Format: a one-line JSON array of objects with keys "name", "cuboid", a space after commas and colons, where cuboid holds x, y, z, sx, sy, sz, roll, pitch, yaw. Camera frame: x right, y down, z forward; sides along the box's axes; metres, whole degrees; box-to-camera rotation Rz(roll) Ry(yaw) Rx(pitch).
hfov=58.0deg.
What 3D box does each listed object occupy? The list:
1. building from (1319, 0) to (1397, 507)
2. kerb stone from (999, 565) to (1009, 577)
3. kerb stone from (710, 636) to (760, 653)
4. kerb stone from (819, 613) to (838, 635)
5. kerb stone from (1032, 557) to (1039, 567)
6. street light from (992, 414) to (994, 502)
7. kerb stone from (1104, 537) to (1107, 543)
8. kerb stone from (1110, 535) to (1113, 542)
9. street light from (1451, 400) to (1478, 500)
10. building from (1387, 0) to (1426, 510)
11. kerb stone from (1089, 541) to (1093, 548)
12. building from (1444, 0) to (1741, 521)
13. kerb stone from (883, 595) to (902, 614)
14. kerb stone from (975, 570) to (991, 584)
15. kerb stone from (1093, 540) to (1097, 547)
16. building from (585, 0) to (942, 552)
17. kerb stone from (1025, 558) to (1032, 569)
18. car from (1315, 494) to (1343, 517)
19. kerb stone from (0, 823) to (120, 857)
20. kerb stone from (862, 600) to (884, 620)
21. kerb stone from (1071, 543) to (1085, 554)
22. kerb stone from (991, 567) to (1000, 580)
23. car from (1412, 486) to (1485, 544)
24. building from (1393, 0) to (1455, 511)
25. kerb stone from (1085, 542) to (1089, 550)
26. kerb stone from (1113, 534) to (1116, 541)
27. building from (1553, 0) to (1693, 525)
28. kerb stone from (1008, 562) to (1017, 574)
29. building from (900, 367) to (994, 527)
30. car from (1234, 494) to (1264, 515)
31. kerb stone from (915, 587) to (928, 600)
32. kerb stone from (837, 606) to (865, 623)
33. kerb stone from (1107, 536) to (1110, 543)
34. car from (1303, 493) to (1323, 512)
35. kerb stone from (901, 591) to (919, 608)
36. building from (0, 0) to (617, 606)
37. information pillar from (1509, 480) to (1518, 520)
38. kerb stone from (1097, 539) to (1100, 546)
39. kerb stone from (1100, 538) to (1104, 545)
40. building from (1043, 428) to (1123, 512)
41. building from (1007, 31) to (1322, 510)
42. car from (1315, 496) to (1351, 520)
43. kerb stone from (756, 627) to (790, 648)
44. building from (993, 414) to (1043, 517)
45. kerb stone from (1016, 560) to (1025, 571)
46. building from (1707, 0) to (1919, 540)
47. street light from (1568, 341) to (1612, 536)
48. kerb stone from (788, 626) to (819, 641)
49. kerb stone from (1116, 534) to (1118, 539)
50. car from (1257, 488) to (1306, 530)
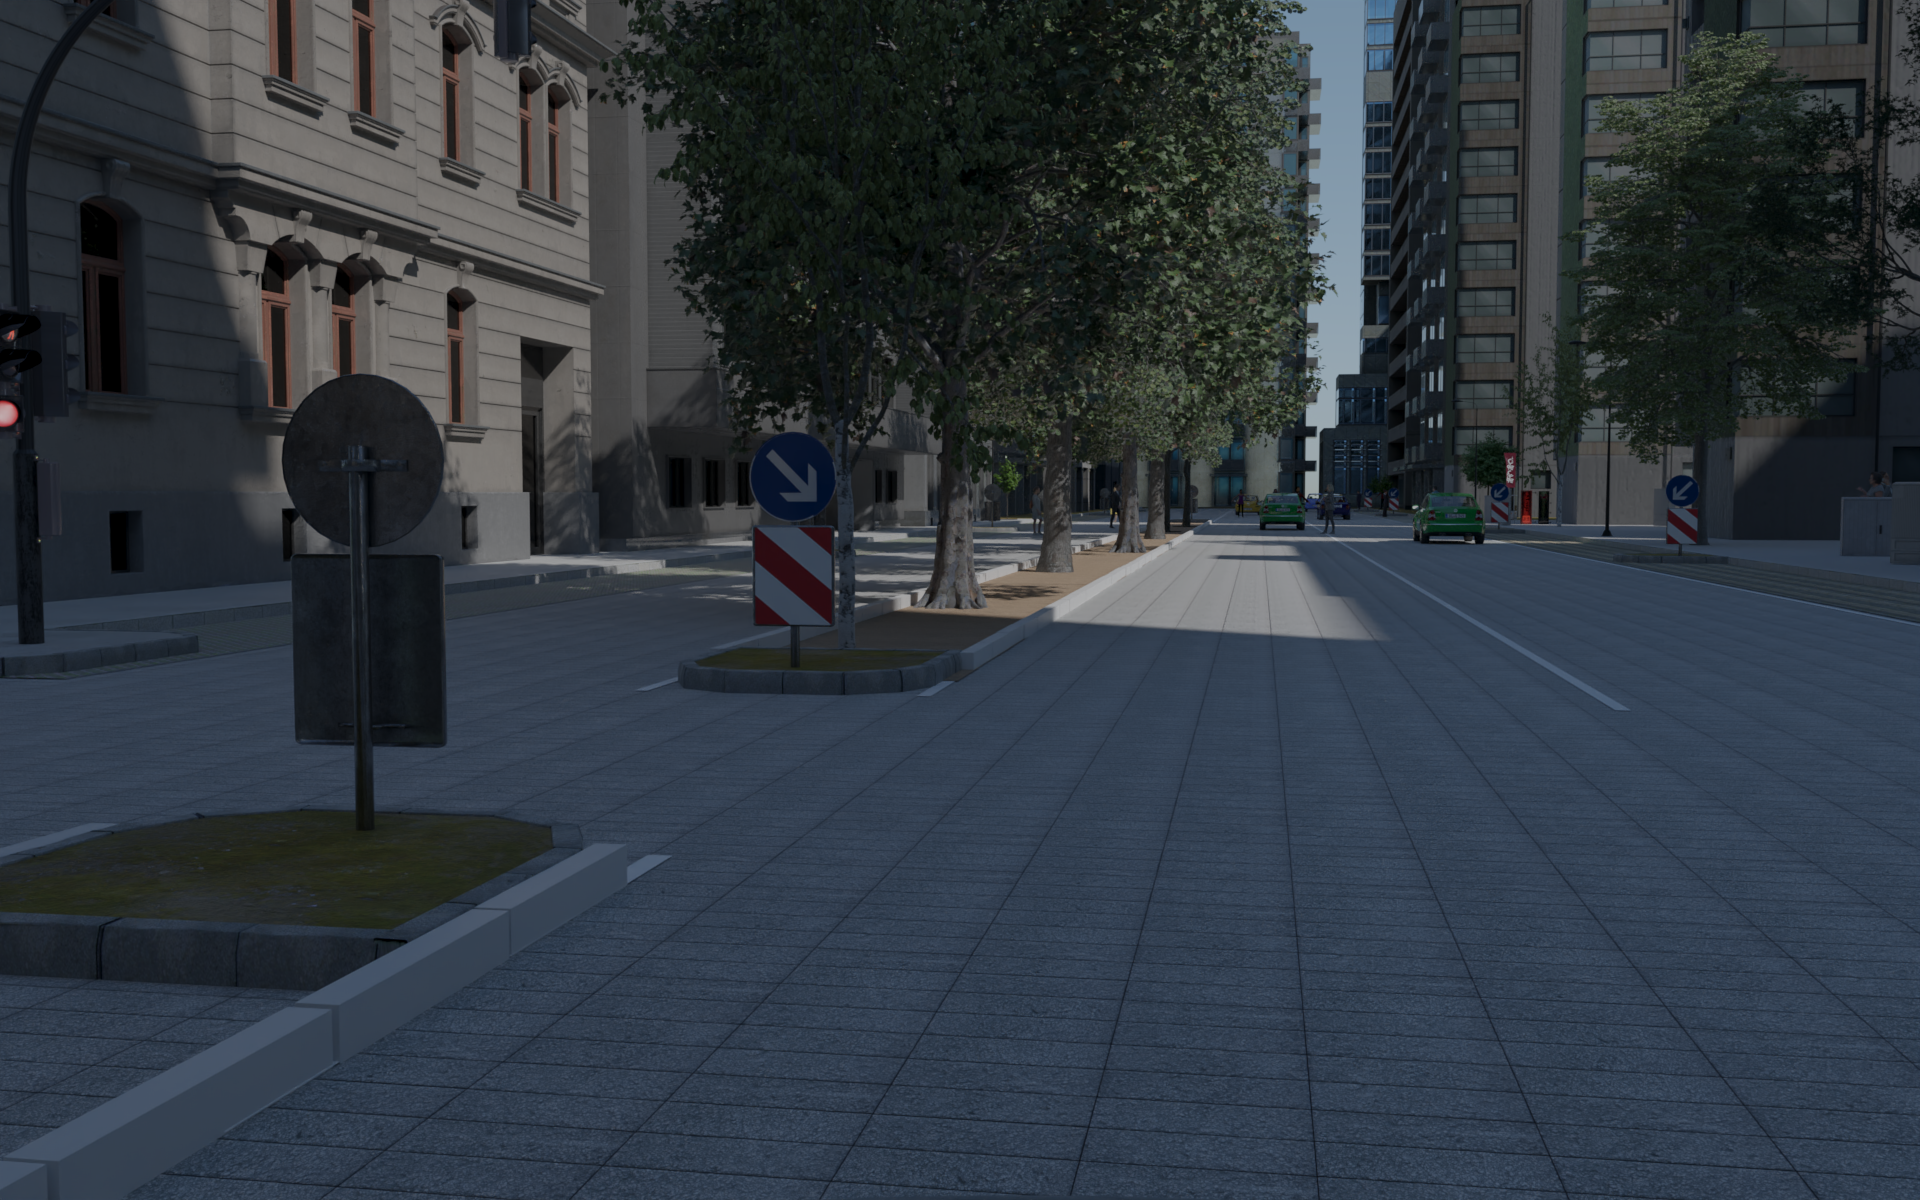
[{"name": "building", "cuboid": [52.521, -52.708, 174.444, 31.000, 86.520, 22.319, 1, 4, 10]}, {"name": "kerb stone", "cuboid": [0.677, -0.478, 30.013, 0.120, 0.150, 1.000, 1, 4, 10]}, {"name": "kerb stone", "cuboid": [-1.937, 0.448, 14.875, 0.120, 0.150, 1.000, 1, 4, 10]}, {"name": "kerb stone", "cuboid": [-1.416, 0.265, 17.897, 0.120, 0.150, 1.000, 1, 4, 10]}, {"name": "kerb stone", "cuboid": [1.384, -0.721, 34.057, 0.120, 0.150, 1.000, 1, 4, 10]}, {"name": "street light", "cuboid": [2.061, -6.635, 81.019, 1.470, 5.913, 1.316, 1, 4, 10]}, {"name": "kerb stone", "cuboid": [4.000, -1.654, 49.239, 0.120, 0.150, 1.000, 1, 4, 10]}, {"name": "kerb stone", "cuboid": [4.352, -1.777, 51.255, 0.120, 0.150, 1.000, 1, 4, 10]}, {"name": "street light", "cuboid": [24.872, -6.899, 85.345, 1.470, 5.913, 1.316, 1, 4, 10]}, {"name": "building", "cuboid": [48.227, -32.007, 147.021, 21.300, 48.544, 21.600, 1, 4, 10]}, {"name": "kerb stone", "cuboid": [3.306, -1.403, 45.191, 0.120, 0.150, 1.000, 1, 4, 10]}, {"name": "building", "cuboid": [35.325, -20.102, 100.363, 14.160, 30.474, 14.107, 1, 4, 10]}, {"name": "kerb stone", "cuboid": [-0.888, 0.080, 20.928, 0.120, 0.150, 1.000, 1, 4, 10]}, {"name": "kerb stone", "cuboid": [0.327, -0.355, 27.998, 0.120, 0.150, 1.000, 1, 4, 10]}, {"name": "kerb stone", "cuboid": [3.479, -1.468, 46.200, 0.120, 0.150, 1.000, 1, 4, 10]}, {"name": "building", "cuboid": [-10.117, -14.323, 53.247, 14.314, 24.678, 30.058, 1, 4, 10]}, {"name": "kerb stone", "cuboid": [1.198, -0.662, 33.036, 0.120, 0.150, 1.000, 1, 4, 10]}, {"name": "car", "cuboid": [23.224, -5.985, 108.076, 2.015, 1.641, 3.980, 1, 4, 9]}, {"name": "kerb stone", "cuboid": [-3.417, 0.975, 6.269, 0.120, 0.150, 1.000, 1, 4, 10]}, {"name": "kerb stone", "cuboid": [-1.066, 0.139, 19.917, 0.120, 0.150, 1.000, 1, 4, 10]}, {"name": "kerb stone", "cuboid": [2.953, -1.282, 43.157, 0.120, 0.150, 1.000, 1, 4, 10]}, {"name": "kerb stone", "cuboid": [0.499, -0.414, 29.006, 0.120, 0.150, 1.000, 1, 4, 10]}, {"name": "car", "cuboid": [14.421, -2.594, 51.202, 1.959, 1.807, 4.718, 1, 4, 10]}, {"name": "building", "cuboid": [43.571, -30.693, 121.445, 23.786, 49.044, 30.456, 1, 4, 10]}, {"name": "kerb stone", "cuboid": [3.118, -1.341, 44.179, 0.120, 0.150, 1.000, 1, 4, 10]}, {"name": "kerb stone", "cuboid": [4.520, -1.835, 52.270, 0.120, 0.150, 1.000, 1, 4, 10]}, {"name": "building", "cuboid": [33.719, -24.017, 76.266, 14.154, 41.232, 14.086, 1, 4, 10]}, {"name": "kerb stone", "cuboid": [0.851, -0.540, 31.020, 0.120, 0.150, 1.000, 1, 4, 10]}, {"name": "building", "cuboid": [-4.468, -13.927, 76.860, 9.793, 20.994, 18.267, 1, 4, 10]}, {"name": "car", "cuboid": [19.641, -6.586, 117.911, 2.015, 1.641, 3.980, 1, 4, 10]}, {"name": "kerb stone", "cuboid": [-0.550, -0.045, 22.945, 0.120, 0.150, 1.000, 1, 4, 10]}, {"name": "kerb stone", "cuboid": [-1.240, 0.201, 18.910, 0.120, 0.150, 1.000, 1, 4, 10]}, {"name": "kerb stone", "cuboid": [4.168, -1.716, 50.249, 0.120, 0.150, 1.000, 1, 4, 10]}, {"name": "car", "cuboid": [28.814, -7.999, 140.381, 1.945, 1.707, 3.694, 1, 4, 11]}, {"name": "kerb stone", "cuboid": [-0.707, 0.016, 21.934, 0.120, 0.150, 1.000, 1, 4, 10]}, {"name": "building", "cuboid": [-15.868, -14.653, 26.968, 14.401, 28.519, 23.554, 1, 4, 10]}, {"name": "information pillar", "cuboid": [27.122, -4.919, 84.922, 0.304, 2.012, 0.304, -3, 5, -41]}, {"name": "kerb stone", "cuboid": [3.655, -1.530, 47.209, 0.120, 0.150, 1.000, 1, 4, 10]}, {"name": "kerb stone", "cuboid": [3.825, -1.592, 48.225, 0.120, 0.150, 1.000, 1, 4, 10]}, {"name": "building", "cuboid": [3.946, -43.847, 155.157, 20.611, 71.187, 20.563, 1, 4, 10]}, {"name": "building", "cuboid": [22.062, -34.399, 182.036, 30.456, 49.044, 23.786, 1, 4, 10]}, {"name": "car", "cuboid": [20.946, -5.172, 97.147, 1.945, 1.354, 3.894, 1, 4, 9]}, {"name": "kerb stone", "cuboid": [-1.757, 0.386, 15.881, 0.120, 0.150, 1.000, 1, 4, 10]}, {"name": "building", "cuboid": [-6.300, -29.716, 105.468, 23.786, 49.044, 30.456, 1, 4, 10]}, {"name": "kerb stone", "cuboid": [1.022, -0.601, 32.028, 0.120, 0.150, 1.000, 1, 4, 10]}, {"name": "building", "cuboid": [29.688, -17.209, 53.070, 14.160, 30.474, 14.107, 1, 4, 10]}, {"name": "street light", "cuboid": [19.094, -4.888, 52.459, 1.470, 5.913, 1.316, 1, 4, 10]}, {"name": "kerb stone", "cuboid": [-1.588, 0.325, 16.890, 0.120, 0.150, 1.000, 1, 4, 10]}, {"name": "kerb stone", "cuboid": [4.706, -1.901, 53.275, 0.120, 0.150, 1.000, 1, 4, 10]}, {"name": "car", "cuboid": [13.006, -3.744, 70.016, 1.959, 1.807, 4.718, 1, 4, 9]}]
